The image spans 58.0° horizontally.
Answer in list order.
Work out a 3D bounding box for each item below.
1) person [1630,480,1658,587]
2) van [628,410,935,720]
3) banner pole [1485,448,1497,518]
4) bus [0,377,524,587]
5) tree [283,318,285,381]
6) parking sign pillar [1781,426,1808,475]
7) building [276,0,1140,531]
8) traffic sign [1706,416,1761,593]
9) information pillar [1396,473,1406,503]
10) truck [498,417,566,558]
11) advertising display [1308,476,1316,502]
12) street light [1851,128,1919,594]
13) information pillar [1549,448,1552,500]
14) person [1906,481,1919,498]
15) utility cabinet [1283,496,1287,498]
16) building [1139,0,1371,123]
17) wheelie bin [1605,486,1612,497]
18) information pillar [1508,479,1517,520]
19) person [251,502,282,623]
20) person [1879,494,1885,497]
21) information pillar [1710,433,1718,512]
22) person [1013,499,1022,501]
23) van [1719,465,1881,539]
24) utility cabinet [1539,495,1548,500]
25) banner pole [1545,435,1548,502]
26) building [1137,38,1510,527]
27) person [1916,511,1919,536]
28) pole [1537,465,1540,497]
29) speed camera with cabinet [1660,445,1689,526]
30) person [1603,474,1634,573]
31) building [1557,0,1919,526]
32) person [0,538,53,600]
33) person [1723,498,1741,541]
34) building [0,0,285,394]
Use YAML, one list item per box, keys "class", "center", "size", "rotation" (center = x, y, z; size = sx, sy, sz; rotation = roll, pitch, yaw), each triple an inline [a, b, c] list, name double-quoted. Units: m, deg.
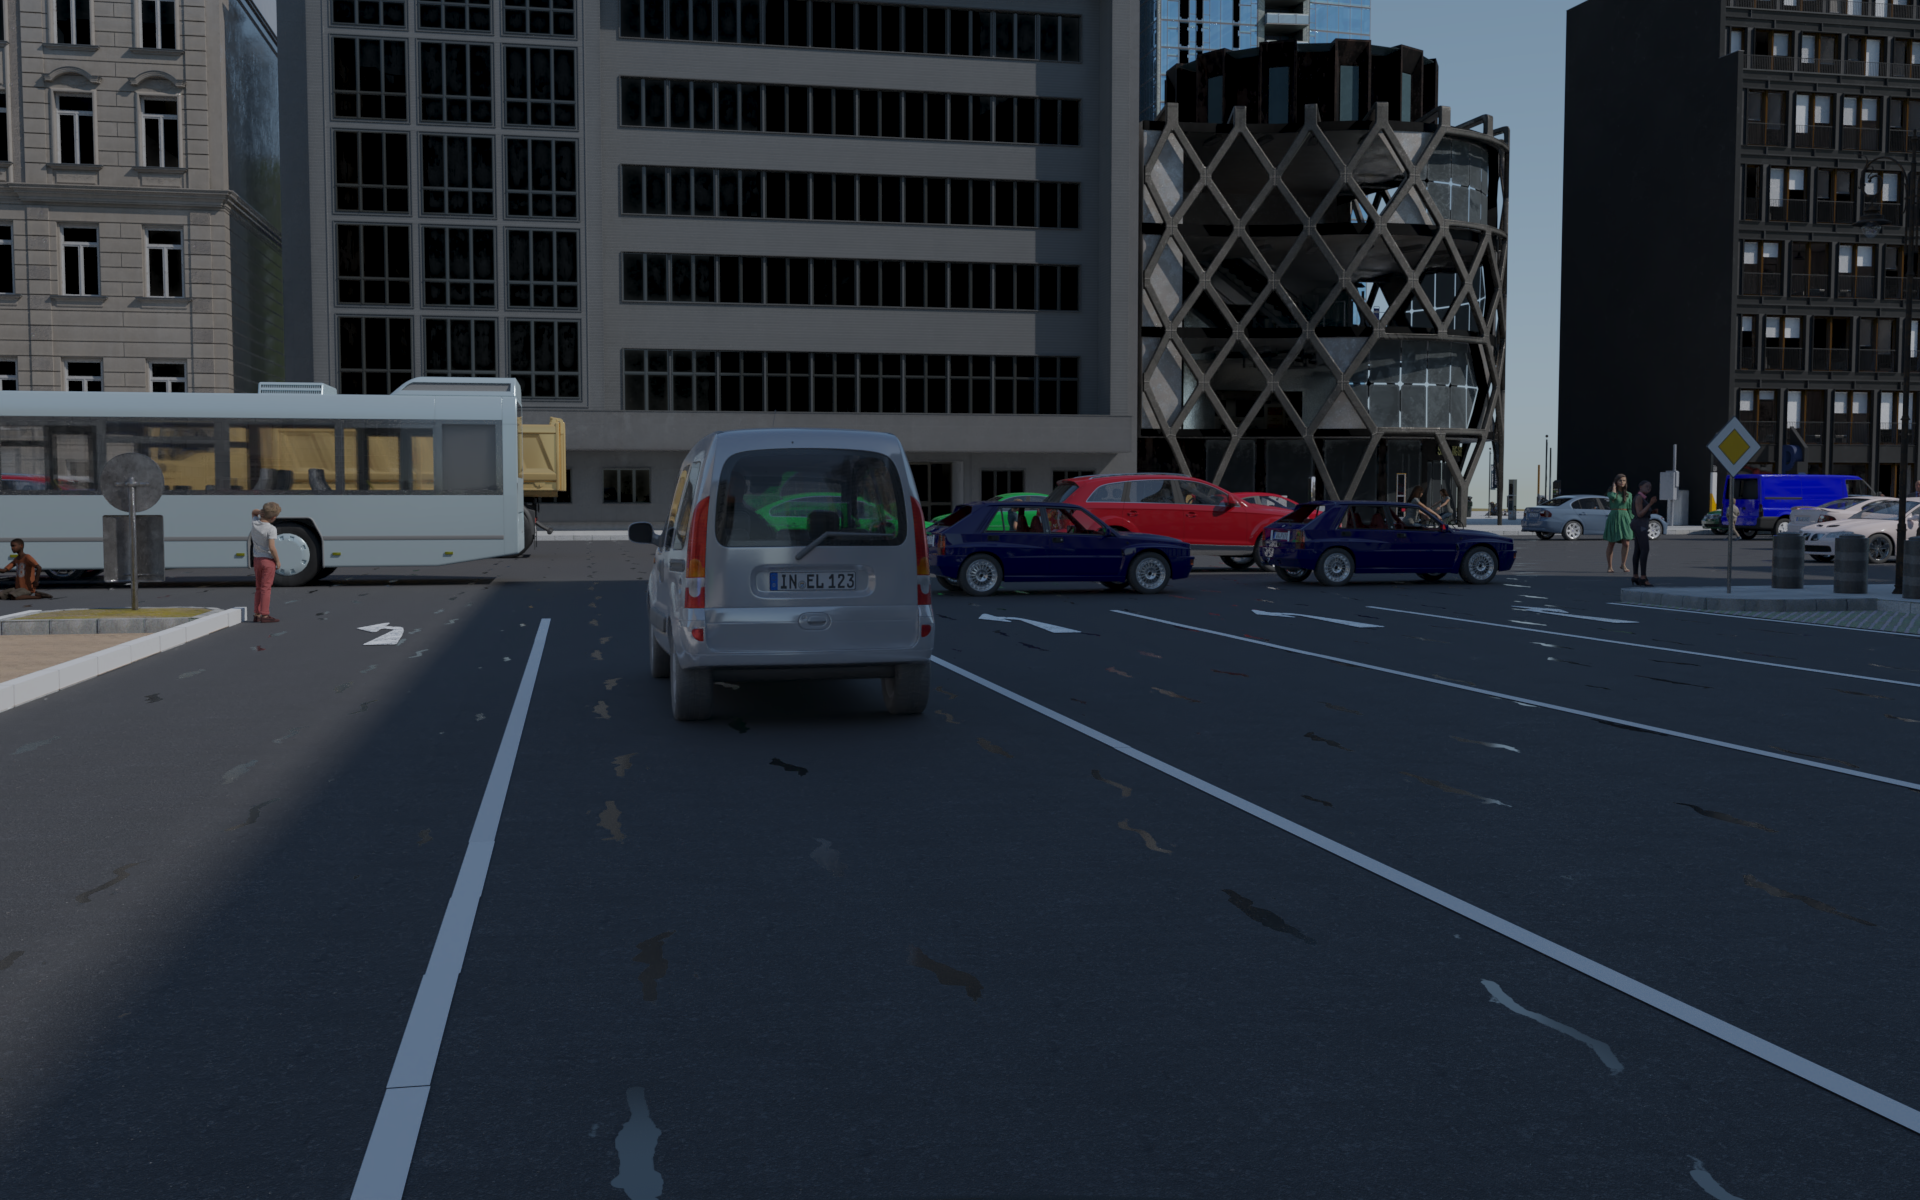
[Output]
- class: "person"
  center: [10.695, -1.042, 27.003]
  size: [0.415, 1.643, 0.593]
  rotation: [-1, 4, -21]
- class: "van"
  center: [-1.340, -0.333, 12.458]
  size: [2.013, 2.044, 4.112]
  rotation: [-1, 4, -13]
- class: "banner pole"
  center: [28.749, -6.313, 93.237]
  size: [0.863, 3.779, 0.401]
  rotation: [1, 4, 14]
- class: "bus"
  center: [-13.666, -1.965, 26.986]
  size: [13.247, 3.499, 2.948]
  rotation: [-1, 4, -12]
- class: "tree"
  center: [-45.070, -12.785, 116.462]
  size: [7.806, 13.903, 7.818]
  rotation: [0, 3, 0]
- class: "parking sign pillar"
  center: [32.844, -4.874, 68.169]
  size: [1.447, 3.967, 1.447]
  rotation: [0, 4, 1]
- class: "building"
  center: [-9.171, -15.102, 65.981]
  size: [30.058, 24.678, 14.314]
  rotation: [-1, 4, -12]
- class: "traffic sign"
  center: [9.930, -1.142, 22.311]
  size: [0.795, 2.450, 0.064]
  rotation: [-1, 4, -12]
- class: "information pillar"
  center: [15.754, -3.510, 61.878]
  size: [0.304, 2.012, 0.304]
  rotation: [1, 4, 17]
- class: "truck"
  center: [-13.860, -2.624, 38.835]
  size: [9.791, 3.379, 3.469]
  rotation: [-1, 4, -13]
- class: "advertising display"
  center: [12.317, -3.391, 60.661]
  size: [0.123, 1.923, 0.974]
  rotation: [1, 4, 20]
- class: "street light"
  center: [12.074, -3.015, 22.077]
  size: [0.468, 5.910, 1.993]
  rotation: [-1, 4, -12]
- class: "information pillar"
  center: [29.877, -5.890, 87.664]
  size: [0.183, 3.616, 0.504]
  rotation: [1, 4, 22]
- class: "person"
  center: [23.312, -2.022, 42.109]
  size: [0.434, 1.755, 0.990]
  rotation: [-3, 5, -43]
- class: "utility cabinet"
  center: [11.466, -3.187, 63.270]
  size: [1.020, 1.237, 0.306]
  rotation: [-2, 4, -34]
- class: "building"
  center: [26.386, -52.532, 171.572]
  size: [31.000, 86.520, 22.319]
  rotation: [-1, 4, -12]
- class: "wheelie bin"
  center: [26.848, -3.859, 71.001]
  size: [0.693, 1.594, 0.980]
  rotation: [-2, 4, -28]
- class: "information pillar"
  center: [27.389, -4.976, 85.856]
  size: [0.304, 2.012, 0.304]
  rotation: [-3, 5, -40]
- class: "person"
  center: [-7.765, -0.425, 19.353]
  size: [0.435, 1.345, 0.340]
  rotation: [1, 4, 13]
- class: "person"
  center: [27.043, -2.394, 50.882]
  size: [0.421, 1.427, 0.697]
  rotation: [2, 4, 31]
- class: "information pillar"
  center: [28.941, -4.596, 66.496]
  size: [0.183, 3.616, 0.504]
  rotation: [3, 5, 41]
- class: "person"
  center: [1.016, -1.173, 31.582]
  size: [0.340, 1.345, 0.435]
  rotation: [-2, 4, -32]
- class: "van"
  center: [26.700, -3.060, 54.412]
  size: [5.245, 2.365, 2.240]
  rotation: [-1, 4, -14]
- class: "utility cabinet"
  center: [34.754, -5.623, 103.100]
  size: [0.306, 1.237, 1.020]
  rotation: [2, 4, 31]
- class: "banner pole"
  center: [24.804, -5.091, 73.261]
  size: [0.401, 3.779, 0.863]
  rotation: [1, 4, 23]
- class: "building"
  center: [13.753, -12.567, 72.914]
  size: [16.811, 18.784, 16.820]
  rotation: [-1, 4, -12]
- class: "person"
  center: [18.652, -1.512, 33.348]
  size: [0.853, 1.813, 0.709]
  rotation: [-1, 4, -11]
- class: "pole"
  center: [40.206, -7.737, 120.345]
  size: [0.158, 3.312, 0.155]
  rotation: [0, 3, 0]
- class: "speed camera with cabinet"
  center: [28.798, -4.617, 69.820]
  size: [0.660, 3.252, 2.038]
  rotation: [3, 4, 39]
- class: "person"
  center: [12.003, -1.394, 31.541]
  size: [0.600, 1.795, 0.529]
  rotation: [-1, 4, -10]
- class: "building"
  center: [36.770, -15.042, 75.620]
  size: [15.834, 23.373, 12.332]
  rotation: [-1, 4, -12]
- class: "person"
  center: [-12.810, -0.411, 23.501]
  size: [0.859, 0.850, 0.655]
  rotation: [2, 4, 28]
- class: "person"
  center: [23.590, -2.455, 52.912]
  size: [0.475, 1.303, 0.640]
  rotation: [-2, 4, -33]
- class: "building"
  center: [-37.046, -16.031, 59.371]
  size: [25.104, 27.353, 12.463]
  rotation: [-1, 4, -12]
